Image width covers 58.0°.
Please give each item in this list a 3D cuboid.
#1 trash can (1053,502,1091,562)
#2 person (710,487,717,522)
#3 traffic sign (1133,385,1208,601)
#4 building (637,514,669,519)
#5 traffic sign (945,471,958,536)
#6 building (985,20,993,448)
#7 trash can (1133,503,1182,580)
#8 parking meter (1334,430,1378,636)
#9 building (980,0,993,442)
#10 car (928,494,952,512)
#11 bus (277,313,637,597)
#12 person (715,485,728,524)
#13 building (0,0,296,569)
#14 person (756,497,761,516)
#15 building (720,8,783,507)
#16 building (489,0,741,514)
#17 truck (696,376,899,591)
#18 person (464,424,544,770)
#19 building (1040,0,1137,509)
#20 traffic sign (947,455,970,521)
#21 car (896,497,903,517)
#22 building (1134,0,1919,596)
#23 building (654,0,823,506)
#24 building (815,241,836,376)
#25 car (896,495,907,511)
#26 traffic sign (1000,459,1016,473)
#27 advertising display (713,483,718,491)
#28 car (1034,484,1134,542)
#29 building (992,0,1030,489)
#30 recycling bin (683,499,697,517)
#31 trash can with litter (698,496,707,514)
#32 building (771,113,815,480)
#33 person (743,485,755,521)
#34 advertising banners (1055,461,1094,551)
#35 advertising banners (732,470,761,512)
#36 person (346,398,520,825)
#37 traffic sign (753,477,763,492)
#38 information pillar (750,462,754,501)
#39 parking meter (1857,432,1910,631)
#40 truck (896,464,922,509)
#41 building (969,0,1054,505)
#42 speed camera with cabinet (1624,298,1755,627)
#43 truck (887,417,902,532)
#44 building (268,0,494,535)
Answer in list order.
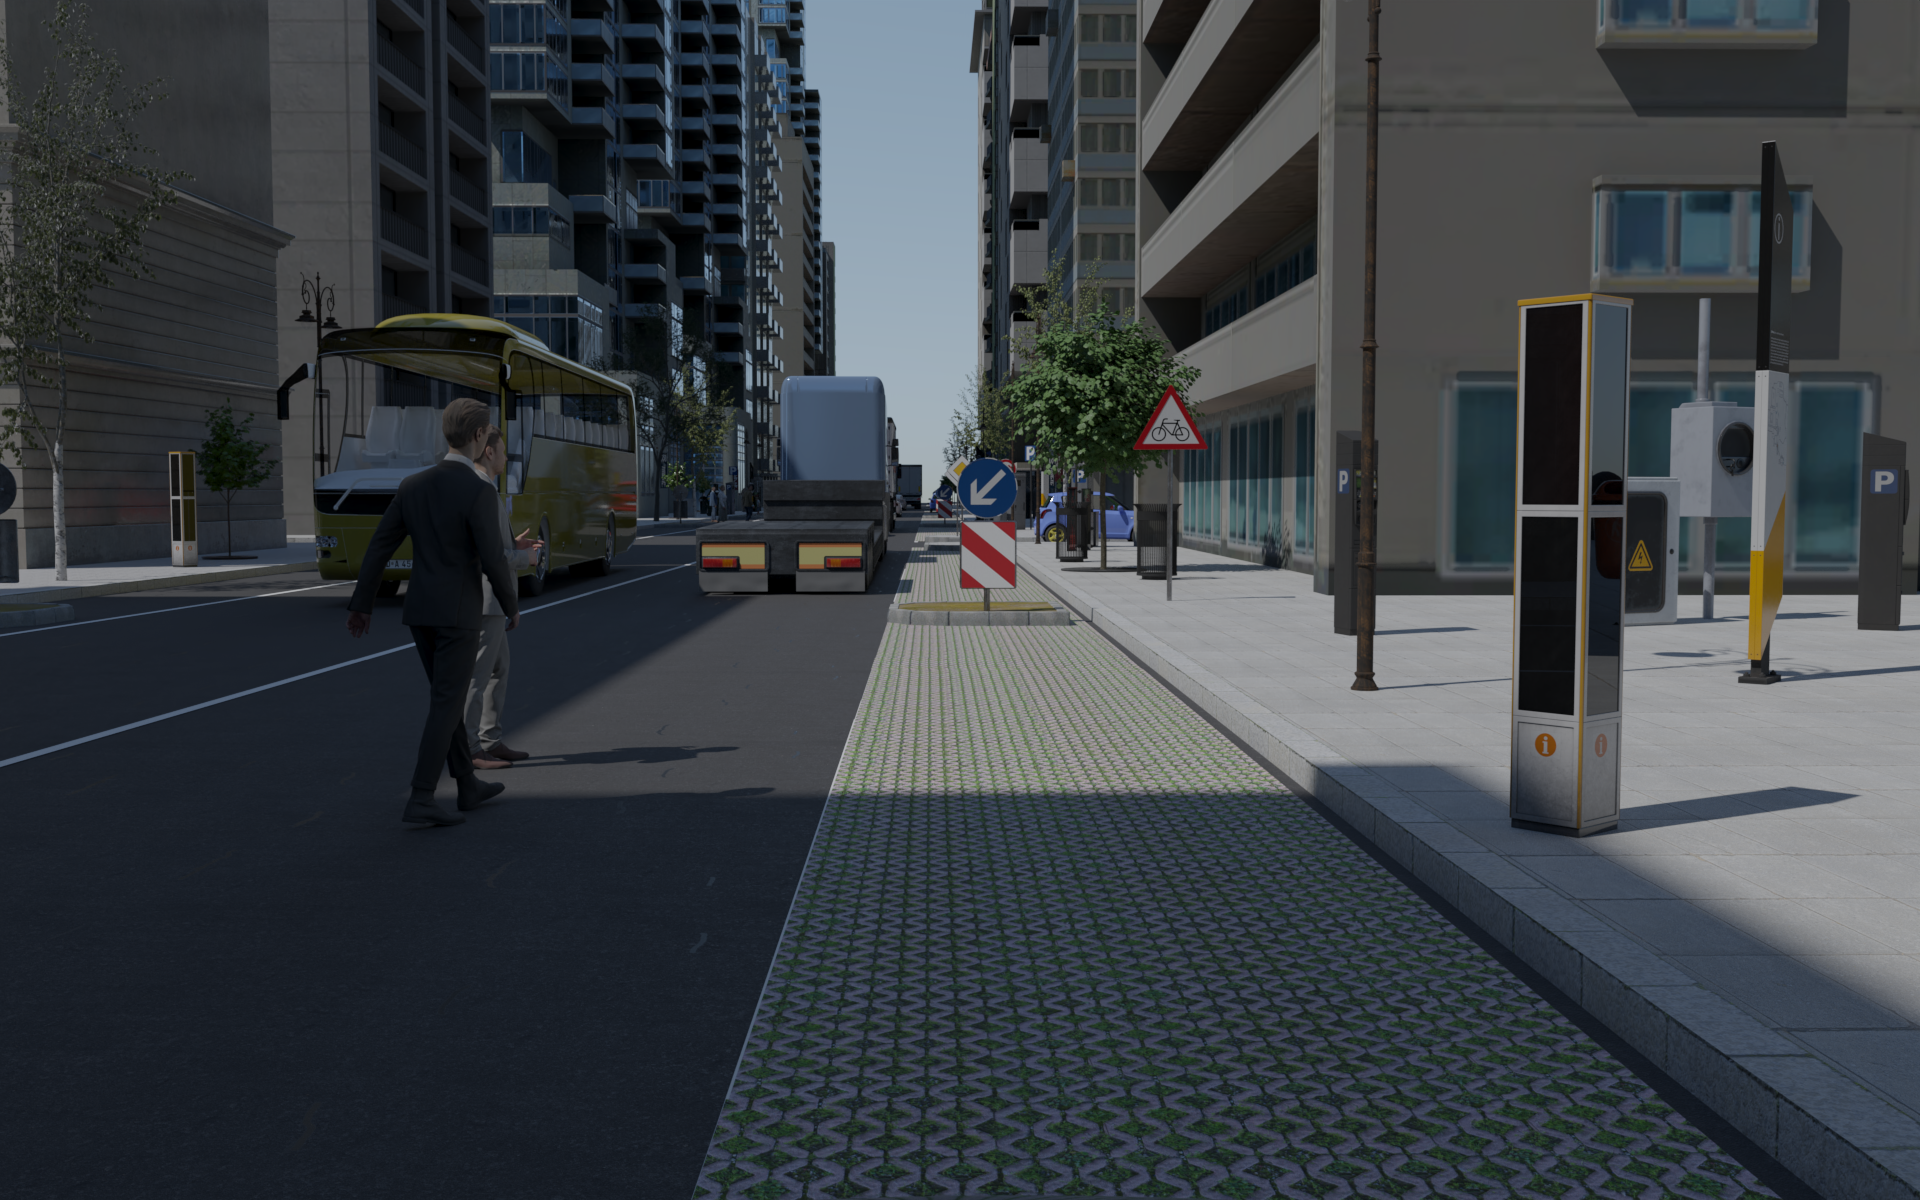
[{"bbox_3d":[2.111,-1.286,32.686,0.748,1.137,0.748,0,3,0],"label":"trash can"},{"bbox_3d":[-12.640,-4.906,88.901,0.419,1.800,0.721,-1,4,-18],"label":"person"},{"bbox_3d":[2.511,-1.267,20.714,0.884,2.594,0.081,0,4,2],"label":"traffic sign"},{"bbox_3d":[-28.264,-48.359,103.335,22.319,86.520,31.000,0,4,-1],"label":"building"},{"bbox_3d":[-0.081,-2.997,52.649,0.795,2.450,0.064,0,4,-1],"label":"traffic sign"},{"bbox_3d":[13.554,-30.866,159.278,22.147,44.769,28.867,0,4,-1],"label":"building"},{"bbox_3d":[2.959,-0.878,26.006,0.748,1.137,0.748,0,3,0],"label":"trash can"},{"bbox_3d":[3.606,-0.615,15.767,0.255,1.863,0.399,-1,4,-15],"label":"parking meter"},{"bbox_3d":[11.248,-49.669,250.344,20.563,71.187,20.611,0,4,-1],"label":"building"},{"bbox_3d":[-1.572,-7.853,137.990,1.945,1.707,3.694,0,4,-1],"label":"car"},{"bbox_3d":[-7.216,-2.192,27.387,2.896,3.916,12.252,0,4,-3],"label":"bus"},{"bbox_3d":[-9.666,-3.750,70.043,0.641,1.798,0.478,1,4,21],"label":"person"},{"bbox_3d":[-32.927,-13.219,35.217,34.723,24.649,14.460,0,4,-1],"label":"building"},{"bbox_3d":[-13.058,-6.044,112.000,0.352,1.250,0.332,1,4,16],"label":"person"},{"bbox_3d":[-29.569,-33.865,173.302,23.786,49.044,30.456,0,4,-1],"label":"building"},{"bbox_3d":[-27.935,-50.659,140.954,22.319,86.520,31.000,0,4,-1],"label":"building"},{"bbox_3d":[-2.755,-2.690,33.748,2.967,4.110,18.799,0,4,-1],"label":"truck"},{"bbox_3d":[-2.415,-0.024,9.093,0.583,1.804,0.606,-2,4,-35],"label":"person"},{"bbox_3d":[15.797,-23.156,70.490,23.993,40.220,32.217,0,4,-1],"label":"building"},{"bbox_3d":[0.055,-2.509,44.665,0.795,2.450,0.064,0,4,-1],"label":"traffic sign"},{"bbox_3d":[-4.583,-5.829,107.658,2.083,1.381,4.827,0,4,0],"label":"car"},{"bbox_3d":[15.118,-24.913,31.036,21.300,48.544,21.600,0,4,-1],"label":"building"},{"bbox_3d":[-29.772,-57.259,248.850,22.319,86.520,31.000,0,4,-1],"label":"building"},{"bbox_3d":[-26.941,-36.038,272.810,14.154,41.232,14.086,0,4,-1],"label":"building"},{"bbox_3d":[-5.641,-8.452,150.558,2.083,1.381,4.827,0,4,1],"label":"car"},{"bbox_3d":[1.669,-3.842,62.926,0.768,2.556,0.104,1,4,9],"label":"traffic sign"},{"bbox_3d":[-14.723,-6.073,104.506,0.123,1.923,0.974,-1,4,-19],"label":"advertising display"},{"bbox_3d":[3.900,-2.363,48.221,3.694,1.707,1.945,0,4,-1],"label":"car"},{"bbox_3d":[9.539,-27.785,137.878,14.154,41.232,14.086,0,4,-1],"label":"building"},{"bbox_3d":[-15.239,-5.203,97.629,0.722,1.027,0.722,0,4,-4],"label":"recycling bin"},{"bbox_3d":[-16.574,-6.120,111.448,0.624,1.170,1.055,-1,4,-16],"label":"trash can with litter"},{"bbox_3d":[-30.178,-36.700,223.748,21.300,48.544,21.600,0,4,-1],"label":"building"},{"bbox_3d":[-9.138,-4.067,74.912,0.656,1.842,0.836,1,4,18],"label":"person"},{"bbox_3d":[2.534,-2.613,38.916,0.090,3.025,2.074,2,4,29],"label":"advertising banners"},{"bbox_3d":[-15.240,-7.775,123.308,2.074,3.025,0.090,0,4,0],"label":"advertising banners"},{"bbox_3d":[-2.219,0.038,7.654,0.659,1.850,0.755,2,4,28],"label":"person"},{"bbox_3d":[-14.691,-7.693,125.894,0.768,2.556,0.104,0,4,0],"label":"traffic sign"},{"bbox_3d":[-15.212,-8.261,126.420,0.183,3.616,0.504,1,4,18],"label":"information pillar"},{"bbox_3d":[8.705,-0.648,16.311,0.399,1.863,0.255,2,4,29],"label":"parking meter"},{"bbox_3d":[-5.013,-11.016,169.018,2.839,4.237,11.283,0,4,-2],"label":"truck"},{"bbox_3d":[15.655,-36.576,187.260,28.713,52.752,27.495,0,4,-1],"label":"building"},{"bbox_3d":[6.989,-1.397,17.173,2.038,3.252,0.660,-2,4,-24],"label":"speed camera with cabinet"},{"bbox_3d":[-3.784,-4.868,68.508,2.839,4.237,11.283,0,4,-1],"label":"truck"},{"bbox_3d":[-26.332,-38.155,62.091,20.563,71.187,20.611,0,4,-1],"label":"building"}]
